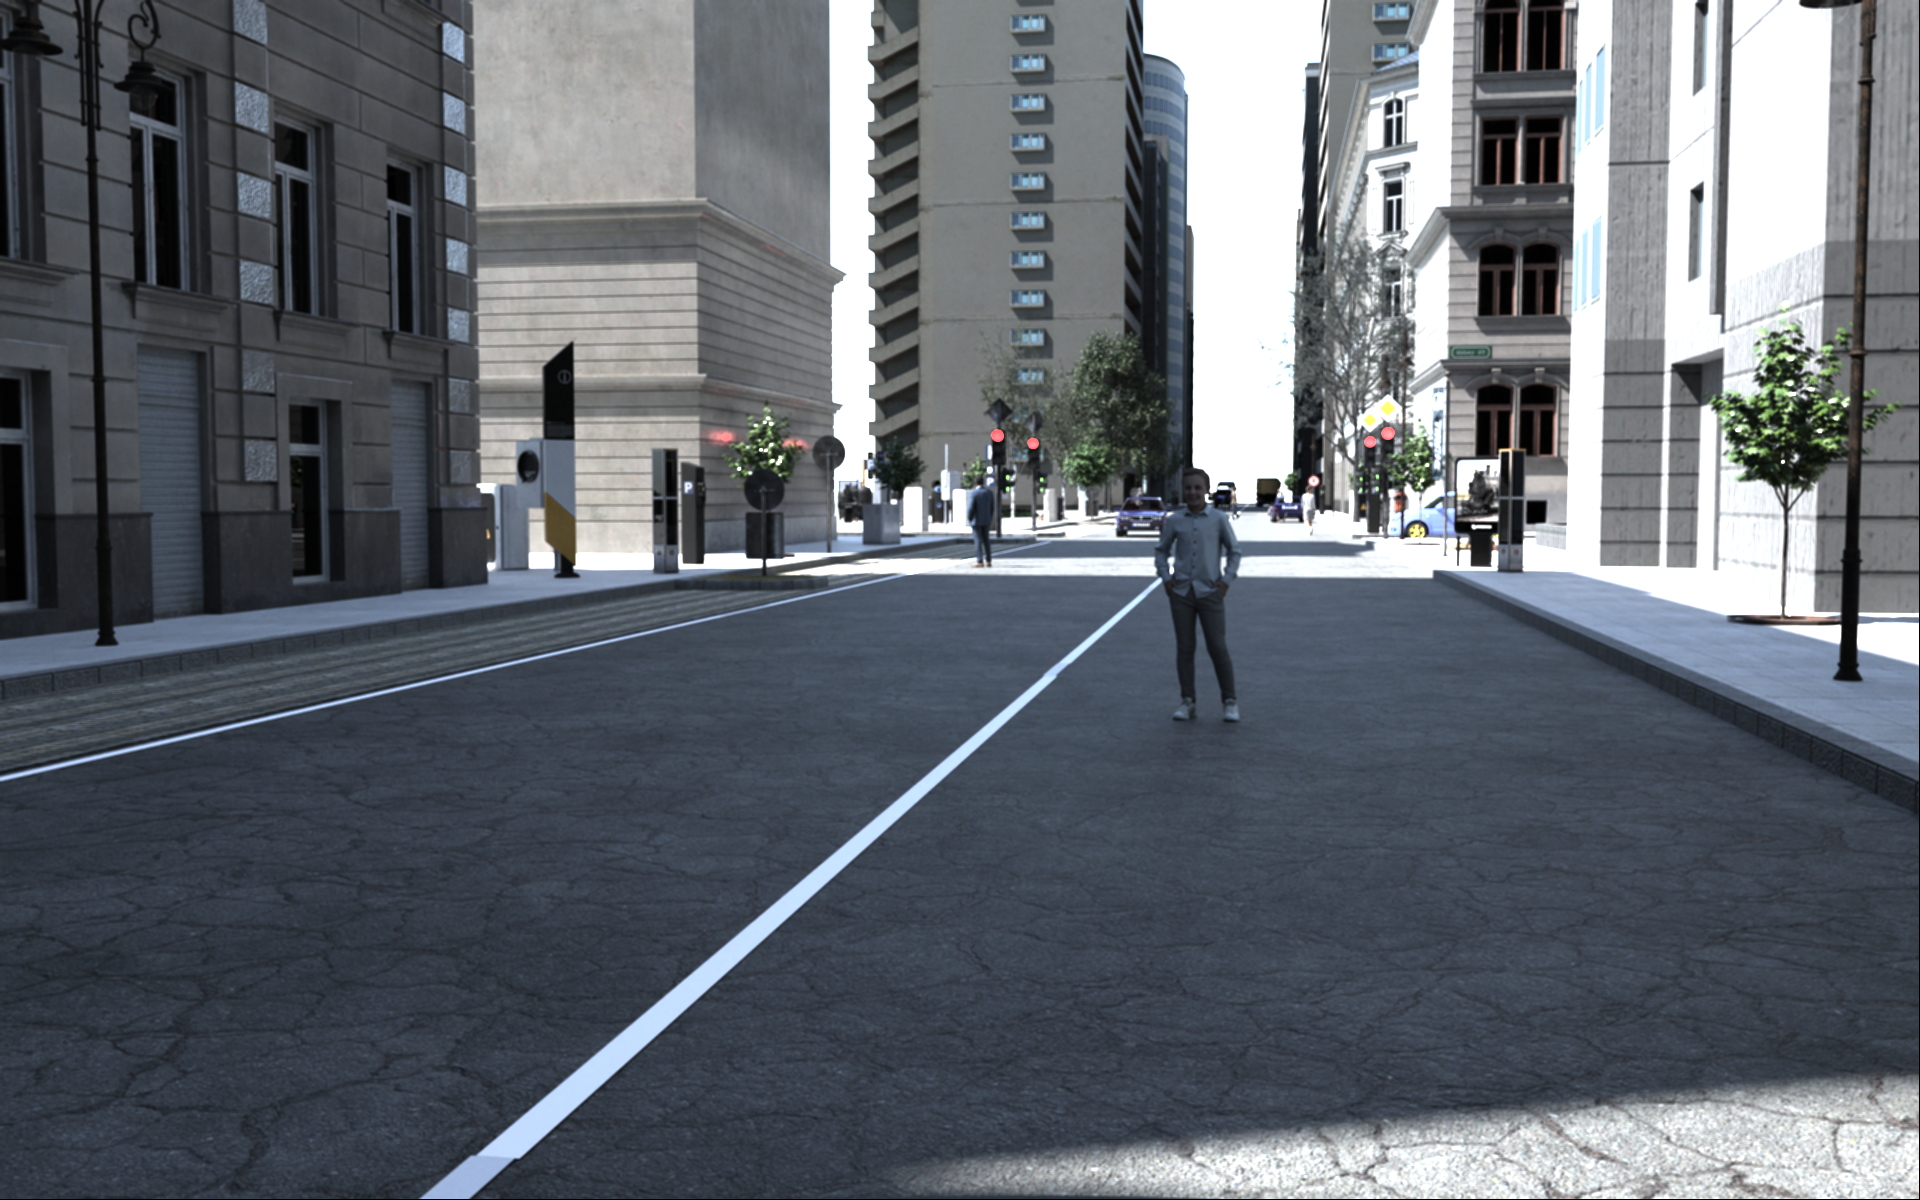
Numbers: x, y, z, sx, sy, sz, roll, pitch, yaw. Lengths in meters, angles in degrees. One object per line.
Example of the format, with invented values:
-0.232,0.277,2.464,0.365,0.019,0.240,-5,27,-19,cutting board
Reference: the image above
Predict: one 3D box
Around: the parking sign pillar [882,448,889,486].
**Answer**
-4.409,-6.950,102.106,1.447,3.967,1.447,0,4,-3,parking sign pillar

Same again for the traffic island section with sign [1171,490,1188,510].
19.579,-9.088,157.219,1.989,1.847,2.006,1,4,10,traffic island section with sign

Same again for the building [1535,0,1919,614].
21.930,-29.778,28.872,21.231,58.520,28.212,1,4,10,building

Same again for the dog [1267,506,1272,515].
20.942,-6.156,117.491,0.800,0.831,0.513,0,4,-8,dog

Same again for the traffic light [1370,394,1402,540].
12.015,-3.664,48.835,0.839,4.253,0.868,1,4,10,traffic light

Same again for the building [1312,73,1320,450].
45.249,-31.231,165.253,22.147,44.769,28.867,1,4,10,building

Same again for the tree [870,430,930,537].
-1.973,-3.527,52.261,1.663,3.219,1.824,0,3,0,tree

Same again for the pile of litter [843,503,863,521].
-5.175,-4.251,83.472,1.176,0.858,1.719,2,4,27,pile of litter

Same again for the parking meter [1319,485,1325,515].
22.295,-6.173,106.633,0.255,1.863,0.399,2,4,31,parking meter

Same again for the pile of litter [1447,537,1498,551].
11.776,-1.560,39.477,1.176,0.858,1.719,0,4,-5,pile of litter

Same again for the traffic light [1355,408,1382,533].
13.379,-4.146,56.703,0.839,4.253,0.868,1,4,10,traffic light

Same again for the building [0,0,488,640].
-14.377,-13.195,12.998,12.463,27.353,25.104,1,4,10,building

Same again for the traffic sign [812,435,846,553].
-2.848,-2.294,37.619,0.768,2.556,0.104,1,4,14,traffic sign

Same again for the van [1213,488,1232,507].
28.855,-11.293,189.030,2.240,2.365,5.245,1,4,12,van

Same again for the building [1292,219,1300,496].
56.878,-35.137,258.090,14.154,41.232,14.086,1,4,10,building

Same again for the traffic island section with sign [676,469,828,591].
-3.099,-1.093,26.498,1.989,1.847,2.006,1,4,10,traffic island section with sign

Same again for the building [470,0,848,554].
-20.998,-13.851,45.545,34.723,24.649,14.460,1,4,10,building

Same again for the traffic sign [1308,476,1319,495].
24.271,-7.262,118.842,0.768,2.556,0.104,1,4,19,traffic sign

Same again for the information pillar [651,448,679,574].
-4.761,-1.437,27.995,0.304,2.012,0.304,3,4,39,information pillar

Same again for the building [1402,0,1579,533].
28.208,-16.771,61.589,23.554,28.519,14.401,1,4,10,building

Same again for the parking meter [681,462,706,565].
-4.859,-1.581,31.563,0.399,1.863,0.255,2,4,28,parking meter

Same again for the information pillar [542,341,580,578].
-6.108,-2.147,26.466,0.504,3.616,0.183,-2,4,-34,information pillar

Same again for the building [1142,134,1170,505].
15.828,-31.152,192.937,14.154,41.232,14.086,1,4,10,building

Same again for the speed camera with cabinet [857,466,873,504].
-6.641,-7.817,122.140,0.660,3.252,2.038,-3,5,-44,speed camera with cabinet

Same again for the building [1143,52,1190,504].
19.183,-42.147,231.100,21.231,58.520,28.212,1,4,10,building

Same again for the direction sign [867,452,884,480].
-4.506,-6.137,92.339,0.876,3.537,0.379,0,4,-8,direction sign

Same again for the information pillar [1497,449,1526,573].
9.040,-1.462,28.395,0.304,2.012,0.304,-1,4,-22,information pillar

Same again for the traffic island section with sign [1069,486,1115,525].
6.113,-4.340,79.589,1.989,1.847,2.006,1,4,10,traffic island section with sign

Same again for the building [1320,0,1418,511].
40.237,-31.605,140.443,21.300,48.544,21.600,1,4,10,building

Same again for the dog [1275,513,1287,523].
15.700,-3.999,84.679,0.406,0.507,0.540,2,4,31,dog

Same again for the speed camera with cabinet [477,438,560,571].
-7.435,-2.122,29.036,2.038,3.252,0.660,3,5,40,speed camera with cabinet

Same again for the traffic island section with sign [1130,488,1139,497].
10.897,-6.027,107.176,1.989,1.847,2.006,1,4,10,traffic island section with sign

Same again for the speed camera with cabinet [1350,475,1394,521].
19.904,-5.462,83.639,2.038,3.252,0.660,-1,4,-12,speed camera with cabinet

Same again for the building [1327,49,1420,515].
32.091,-20.206,106.781,17.030,29.872,44.131,1,4,10,building

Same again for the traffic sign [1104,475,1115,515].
9.223,-6.554,107.261,0.768,2.556,0.104,1,4,16,traffic sign

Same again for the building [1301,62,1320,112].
57.037,-42.453,236.112,21.231,58.520,28.212,1,4,10,building

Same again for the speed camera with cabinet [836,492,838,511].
-8.517,-8.511,133.486,2.038,3.252,0.660,1,4,11,speed camera with cabinet

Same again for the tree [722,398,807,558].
-4.008,-2.483,35.204,1.663,3.219,1.824,0,3,0,tree

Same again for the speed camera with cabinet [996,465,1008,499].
1.204,-5.151,78.547,2.038,3.252,0.660,-2,4,-32,speed camera with cabinet

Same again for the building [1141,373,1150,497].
8.020,-52.440,170.068,22.319,86.520,31.000,1,4,10,building

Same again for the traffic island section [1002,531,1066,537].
2.488,-2.228,58.703,2.009,0.180,2.903,1,4,10,traffic island section

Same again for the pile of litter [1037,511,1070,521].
4.862,-4.578,88.811,1.719,0.858,1.176,0,4,6,pile of litter

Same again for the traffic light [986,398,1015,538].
1.162,-3.778,50.694,0.839,4.253,0.868,1,4,10,traffic light

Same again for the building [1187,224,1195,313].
30.573,-38.508,279.723,14.600,45.320,14.200,1,4,10,building

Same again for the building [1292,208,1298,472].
63.917,-39.818,274.725,21.300,48.544,21.600,1,4,10,building

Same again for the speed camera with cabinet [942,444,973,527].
-0.031,-4.525,68.316,0.660,3.252,2.038,-2,4,-27,speed camera with cabinet

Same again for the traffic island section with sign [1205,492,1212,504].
38.284,-15.690,265.152,1.989,1.847,2.006,1,4,10,traffic island section with sign

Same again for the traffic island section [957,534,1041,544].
1.124,-1.746,50.835,2.009,0.180,2.903,1,4,10,traffic island section

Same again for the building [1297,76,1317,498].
48.641,-34.732,191.565,21.300,48.544,21.600,1,4,10,building

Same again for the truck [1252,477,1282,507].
35.446,-12.462,199.674,3.469,3.379,9.791,1,4,8,truck

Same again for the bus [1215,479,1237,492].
36.432,-14.794,236.739,2.948,3.499,13.247,1,4,9,bus

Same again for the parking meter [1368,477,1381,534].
13.395,-3.077,56.023,0.399,1.863,0.255,1,4,14,parking meter

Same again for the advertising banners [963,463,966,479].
0.470,-6.249,98.362,0.090,3.025,2.074,1,4,16,advertising banners

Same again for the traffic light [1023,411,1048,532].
2.526,-4.259,58.562,0.839,4.253,0.868,1,4,10,traffic light

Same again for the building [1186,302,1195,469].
28.641,-30.243,266.172,14.160,30.474,14.107,1,4,10,building

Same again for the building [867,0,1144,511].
3.954,-31.901,145.288,21.300,48.544,21.600,1,4,10,building

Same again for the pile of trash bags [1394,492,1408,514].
21.027,-4.163,77.817,1.912,1.369,3.447,-3,5,-45,pile of trash bags

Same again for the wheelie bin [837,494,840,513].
-7.283,-6.133,108.188,0.693,1.594,0.980,3,4,37,wheelie bin

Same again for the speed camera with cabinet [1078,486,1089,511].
9.447,-8.461,132.668,0.660,3.252,2.038,0,4,-3,speed camera with cabinet
